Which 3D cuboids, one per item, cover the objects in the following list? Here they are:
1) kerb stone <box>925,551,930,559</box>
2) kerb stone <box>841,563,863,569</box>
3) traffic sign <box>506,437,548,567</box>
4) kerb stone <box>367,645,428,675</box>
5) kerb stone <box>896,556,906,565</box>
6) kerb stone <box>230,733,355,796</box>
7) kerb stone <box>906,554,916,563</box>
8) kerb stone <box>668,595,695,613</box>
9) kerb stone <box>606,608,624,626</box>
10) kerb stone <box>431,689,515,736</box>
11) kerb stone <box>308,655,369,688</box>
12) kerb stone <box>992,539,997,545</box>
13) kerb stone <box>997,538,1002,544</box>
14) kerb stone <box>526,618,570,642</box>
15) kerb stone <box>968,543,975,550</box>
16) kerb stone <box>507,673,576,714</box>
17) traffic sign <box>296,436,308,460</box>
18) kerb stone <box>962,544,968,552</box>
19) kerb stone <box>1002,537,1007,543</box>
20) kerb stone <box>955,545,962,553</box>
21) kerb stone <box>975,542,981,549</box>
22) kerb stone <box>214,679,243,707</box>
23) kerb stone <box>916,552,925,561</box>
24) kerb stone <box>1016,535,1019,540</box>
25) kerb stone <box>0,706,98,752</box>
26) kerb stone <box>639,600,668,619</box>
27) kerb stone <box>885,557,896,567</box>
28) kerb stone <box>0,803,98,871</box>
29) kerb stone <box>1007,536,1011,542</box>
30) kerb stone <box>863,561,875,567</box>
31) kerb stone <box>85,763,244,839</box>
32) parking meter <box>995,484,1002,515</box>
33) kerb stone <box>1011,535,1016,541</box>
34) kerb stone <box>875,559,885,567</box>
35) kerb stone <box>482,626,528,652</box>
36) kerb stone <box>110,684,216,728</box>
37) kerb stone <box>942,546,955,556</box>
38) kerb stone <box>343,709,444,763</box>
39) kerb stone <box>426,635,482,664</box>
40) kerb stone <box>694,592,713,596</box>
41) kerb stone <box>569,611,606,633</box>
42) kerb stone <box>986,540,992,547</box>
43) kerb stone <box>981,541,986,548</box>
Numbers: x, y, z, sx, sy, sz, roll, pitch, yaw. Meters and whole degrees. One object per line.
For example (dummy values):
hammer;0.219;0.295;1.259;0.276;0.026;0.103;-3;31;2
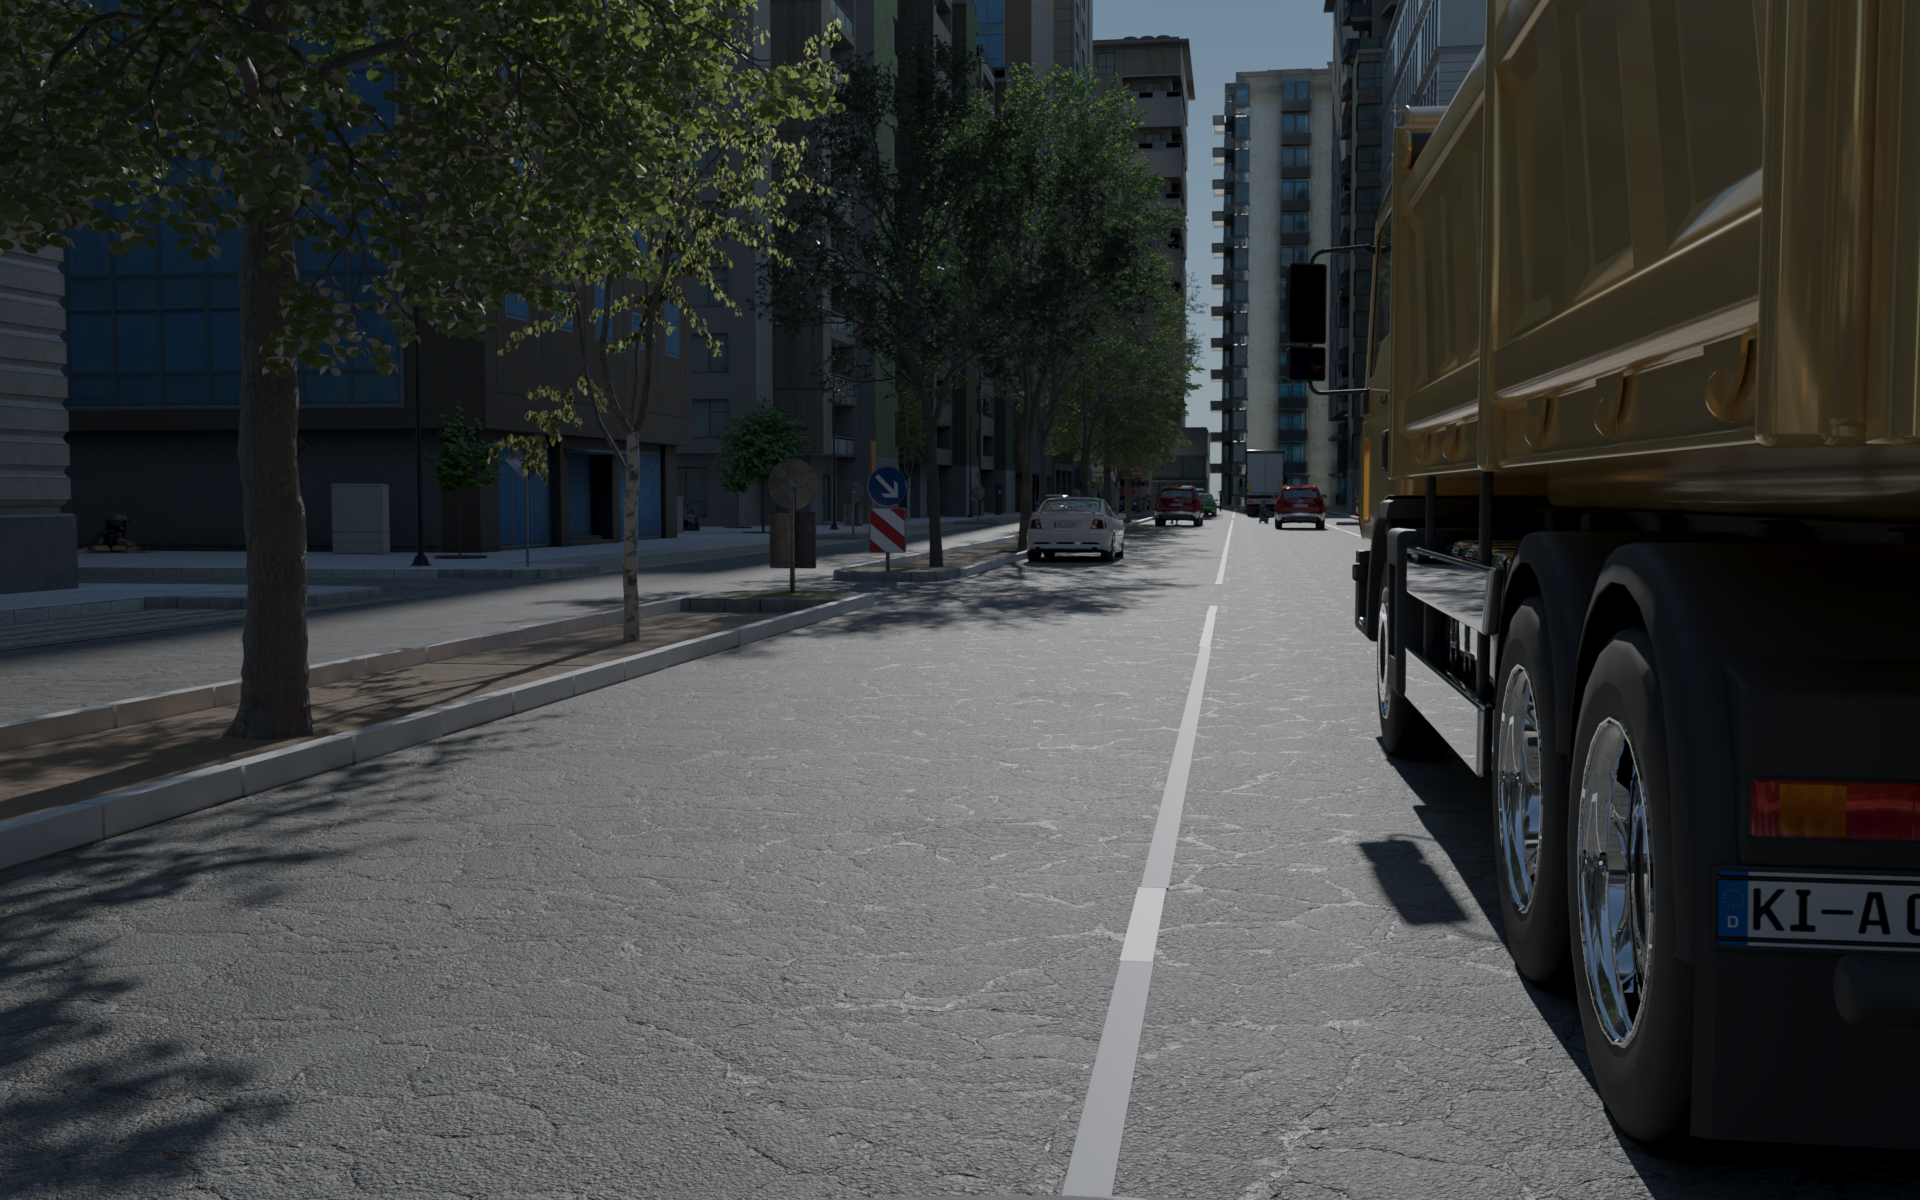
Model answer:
kerb stone;-0.800;-0.960;37.894;0.120;0.150;1.000;1;4;9
kerb stone;-1.937;-0.527;30.808;0.120;0.150;1.000;1;4;9
traffic sign;-7.651;-1.649;30.609;0.795;2.450;0.064;1;4;9
kerb stone;-4.631;0.497;14.077;0.120;0.150;1.000;1;4;9
kerb stone;-1.283;-0.774;34.858;0.120;0.150;1.000;1;4;9
kerb stone;-3.361;0.826;8.703;0.120;0.150;1.000;1;4;9
kerb stone;-1.118;-0.836;35.871;0.120;0.150;1.000;1;4;9
kerb stone;-3.481;0.065;21.179;0.120;0.150;1.000;1;4;9
kerb stone;-3.816;0.190;19.152;0.120;0.150;1.000;1;4;9
kerb stone;-3.040;0.701;10.740;0.120;0.150;1.000;1;4;9
kerb stone;-4.786;0.559;13.067;0.120;0.150;1.000;1;4;9
kerb stone;0.827;-1.578;47.995;0.120;0.150;1.000;1;4;9
kerb stone;0.985;-1.636;49.006;0.120;0.150;1.000;1;4;9
kerb stone;-4.137;0.310;17.133;0.120;0.150;1.000;1;4;9
kerb stone;0.182;-1.329;43.957;0.120;0.150;1.000;1;4;9
kerb stone;-2.872;0.639;11.754;0.120;0.150;1.000;1;4;9
traffic sign;-8.918;-1.167;22.725;0.795;2.450;0.064;1;4;9
kerb stone;0.011;-1.269;42.946;0.120;0.150;1.000;1;4;9
kerb stone;1.149;-1.698;50.015;0.120;0.150;1.000;1;4;9
kerb stone;-0.146;-1.207;41.936;0.120;0.150;1.000;1;4;9
kerb stone;0.338;-1.393;44.967;0.120;0.150;1.000;1;4;9
kerb stone;-4.945;0.624;12.057;0.120;0.150;1.000;1;4;9
kerb stone;-0.956;-0.898;36.884;0.120;0.150;1.000;1;4;9
kerb stone;1.635;-1.887;53.054;0.120;0.150;1.000;1;4;9
kerb stone;-5.280;0.748;10.033;0.120;0.150;1.000;1;4;9
kerb stone;-3.648;0.125;20.164;0.120;0.150;1.000;1;4;9
kerb stone;-1.450;-0.713;33.849;0.120;0.150;1.000;1;4;9
kerb stone;-3.689;0.949;6.686;0.120;0.150;1.000;1;4;9
kerb stone;1.310;-1.763;51.024;0.120;0.150;1.000;1;4;9
kerb stone;-1.775;-0.589;31.819;0.120;0.150;1.000;1;4;9
kerb stone;-3.531;0.887;7.695;0.120;0.150;1.000;1;4;9
parking meter;2.344;-6.061;104.816;0.399;1.863;0.255;-3;4;-38
kerb stone;1.482;-1.824;52.032;0.120;0.150;1.000;1;4;9
kerb stone;-1.621;-0.649;32.830;0.120;0.150;1.000;1;4;9
kerb stone;-4.300;0.380;16.114;0.120;0.150;1.000;1;4;9
kerb stone;-5.109;0.682;11.048;0.120;0.150;1.000;1;4;9
kerb stone;-0.312;-1.145;40.927;0.120;0.150;1.000;1;4;9
kerb stone;-3.192;0.763;9.720;0.120;0.150;1.000;1;4;9
kerb stone;-4.458;0.438;15.096;0.120;0.150;1.000;1;4;9
kerb stone;-3.322;0.000;22.192;0.120;0.150;1.000;1;4;9
kerb stone;-3.979;0.248;18.143;0.120;0.150;1.000;1;4;9
kerb stone;0.667;-1.513;46.986;0.120;0.150;1.000;1;4;9
kerb stone;0.504;-1.455;45.976;0.120;0.150;1.000;1;4;9
